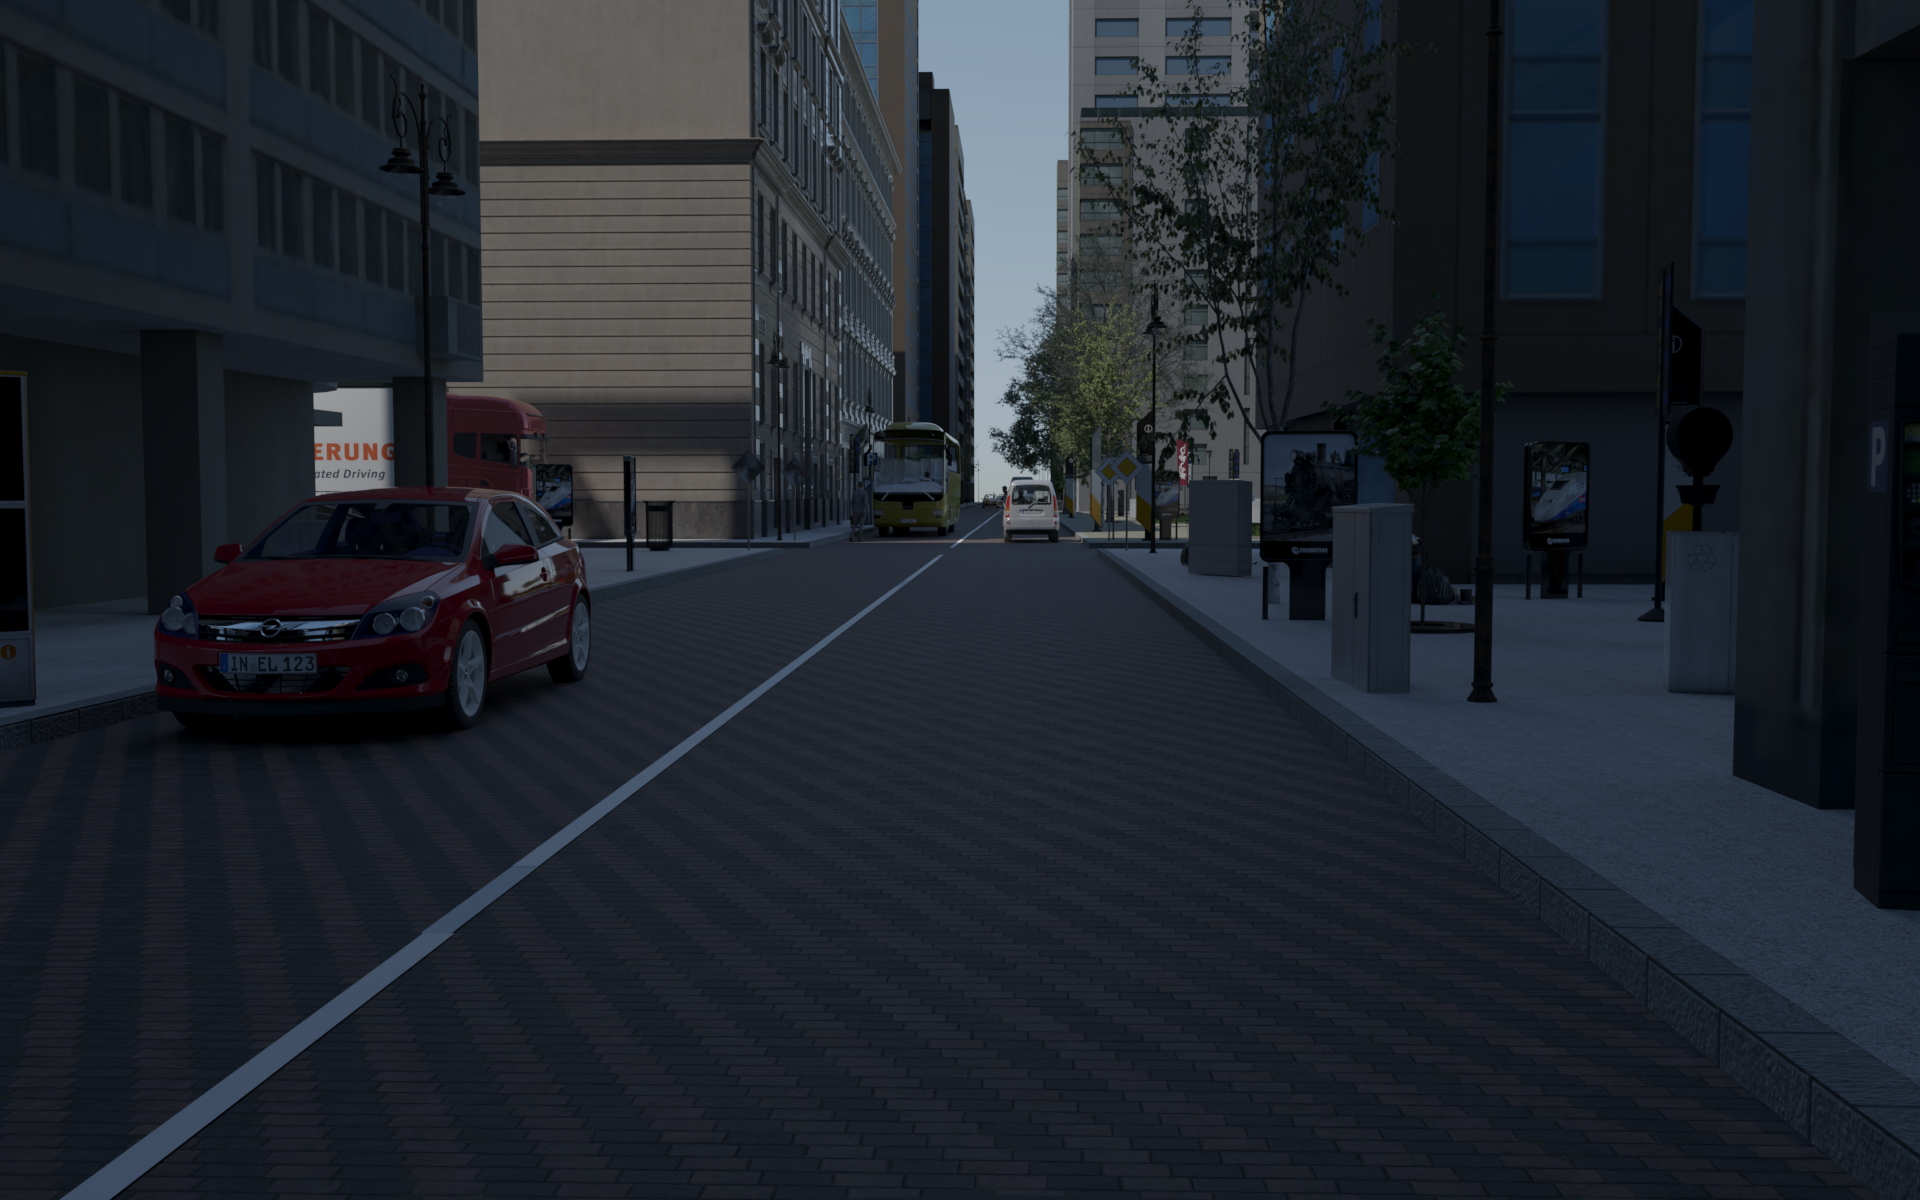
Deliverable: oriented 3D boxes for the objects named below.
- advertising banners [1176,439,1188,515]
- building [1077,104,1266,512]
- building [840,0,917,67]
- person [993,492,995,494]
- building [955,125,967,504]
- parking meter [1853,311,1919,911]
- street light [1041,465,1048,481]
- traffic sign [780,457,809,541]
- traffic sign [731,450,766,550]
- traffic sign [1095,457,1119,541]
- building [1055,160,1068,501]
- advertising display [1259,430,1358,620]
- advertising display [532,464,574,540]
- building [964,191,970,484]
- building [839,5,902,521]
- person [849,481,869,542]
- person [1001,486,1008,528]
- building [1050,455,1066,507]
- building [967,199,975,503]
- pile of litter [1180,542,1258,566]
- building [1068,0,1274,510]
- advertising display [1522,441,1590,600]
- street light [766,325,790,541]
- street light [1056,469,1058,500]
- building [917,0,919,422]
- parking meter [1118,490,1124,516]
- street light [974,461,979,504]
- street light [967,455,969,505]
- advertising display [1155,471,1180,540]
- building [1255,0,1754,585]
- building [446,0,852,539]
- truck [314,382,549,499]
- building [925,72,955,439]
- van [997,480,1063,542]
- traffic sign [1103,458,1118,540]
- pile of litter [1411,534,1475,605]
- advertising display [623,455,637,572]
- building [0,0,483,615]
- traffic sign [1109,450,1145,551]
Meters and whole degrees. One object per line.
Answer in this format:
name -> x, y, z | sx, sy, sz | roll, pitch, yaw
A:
advertising banners -> 7.509, -3.557, 54.341 | 0.090, 3.025, 2.074 | -3, 4, -37
building -> 15.957, -22.072, 132.575 | 14.160, 30.474, 14.107 | 0, 4, 2
building -> -10.518, -29.310, 129.335 | 14.600, 45.320, 14.200 | 0, 4, 2
person -> 5.188, -15.794, 267.421 | 1.217, 1.739, 0.721 | 3, 4, 36
building -> -10.487, -36.320, 217.529 | 21.300, 48.544, 21.600 | 0, 4, 2
parking meter -> 2.994, 0.019, 5.406 | 0.255, 1.863, 0.399 | 1, 4, 14
street light -> 11.007, -15.538, 226.830 | 0.468, 5.910, 1.993 | 0, 4, 2
traffic sign -> -4.530, -2.679, 47.446 | 0.795, 2.450, 0.064 | 0, 4, 2
traffic sign -> -4.820, -2.191, 39.466 | 0.795, 2.450, 0.064 | 0, 4, 2
traffic sign -> 4.058, -2.659, 47.113 | 0.795, 2.450, 0.064 | 0, 4, 2
building -> 18.872, -32.456, 214.244 | 14.154, 41.232, 14.086 | 0, 4, 2
advertising display -> 3.537, -0.757, 17.593 | 0.974, 1.923, 0.123 | 1, 4, 10
advertising display -> -8.709, -1.949, 37.077 | 0.123, 1.923, 0.974 | 3, 5, 40
building -> -9.943, -36.030, 243.722 | 22.147, 44.769, 28.867 | 0, 4, 2
building -> -13.011, -19.486, 95.015 | 17.030, 29.872, 44.131 | 0, 4, 2
person -> -3.020, -2.660, 52.106 | 0.709, 1.813, 0.853 | 2, 4, 23
person -> 1.972, -3.913, 72.826 | 0.721, 1.781, 0.623 | -3, 5, -39
building -> 26.350, -23.915, 236.042 | 27.650, 21.520, 28.899 | 0, 4, 2
building -> -8.679, -39.507, 269.643 | 21.300, 48.544, 21.600 | 0, 4, 2
pile of litter -> 4.693, -1.059, 31.286 | 1.719, 0.858, 1.176 | -2, 4, -25
building -> 20.046, -37.352, 152.705 | 21.231, 58.520, 28.212 | 0, 4, 2
advertising display -> 7.287, -0.976, 21.178 | 0.974, 1.923, 0.123 | -2, 4, -26
street light -> -4.980, -4.578, 47.633 | 0.468, 5.910, 1.993 | 0, 4, 2
street light -> 8.032, -10.453, 143.701 | 0.468, 5.910, 1.993 | 0, 4, 2
building -> -12.308, -44.773, 170.288 | 20.563, 71.187, 20.611 | 0, 4, 2
parking meter -> 9.278, -5.588, 99.778 | 0.372, 1.533, 0.369 | 0, 3, 0
street light -> 1.942, -16.023, 234.757 | 0.468, 5.910, 1.993 | 0, 4, 2
street light -> 0.897, -14.350, 207.404 | 0.468, 5.910, 1.993 | 0, 4, 2
advertising display -> 5.733, -2.636, 48.307 | 0.974, 1.923, 0.123 | -3, 4, -36
building -> 13.154, -23.216, 29.695 | 14.600, 45.320, 14.200 | 0, 4, 2
building -> -11.015, -16.097, 60.444 | 12.463, 27.353, 25.104 | 0, 4, 2
truck -> -15.424, -3.338, 43.494 | 11.283, 4.237, 2.839 | 0, 4, 1
building -> -7.737, -32.921, 188.373 | 14.600, 45.320, 14.200 | 0, 4, 2
van -> 2.145, -2.792, 52.662 | 2.013, 2.044, 4.112 | 0, 4, 1
traffic sign -> 4.302, -2.839, 48.543 | 0.606, 2.300, 0.079 | 0, 4, 8
pile of litter -> 5.437, -0.408, 20.631 | 1.176, 0.858, 1.719 | -2, 4, -31
advertising display -> -5.519, -1.454, 28.986 | 0.123, 1.923, 0.974 | 0, 4, -5
building -> -19.110, -20.045, 19.612 | 23.993, 40.220, 32.217 | 0, 4, 2
traffic sign -> 3.767, -2.171, 39.134 | 0.795, 2.450, 0.064 | 0, 4, 2
